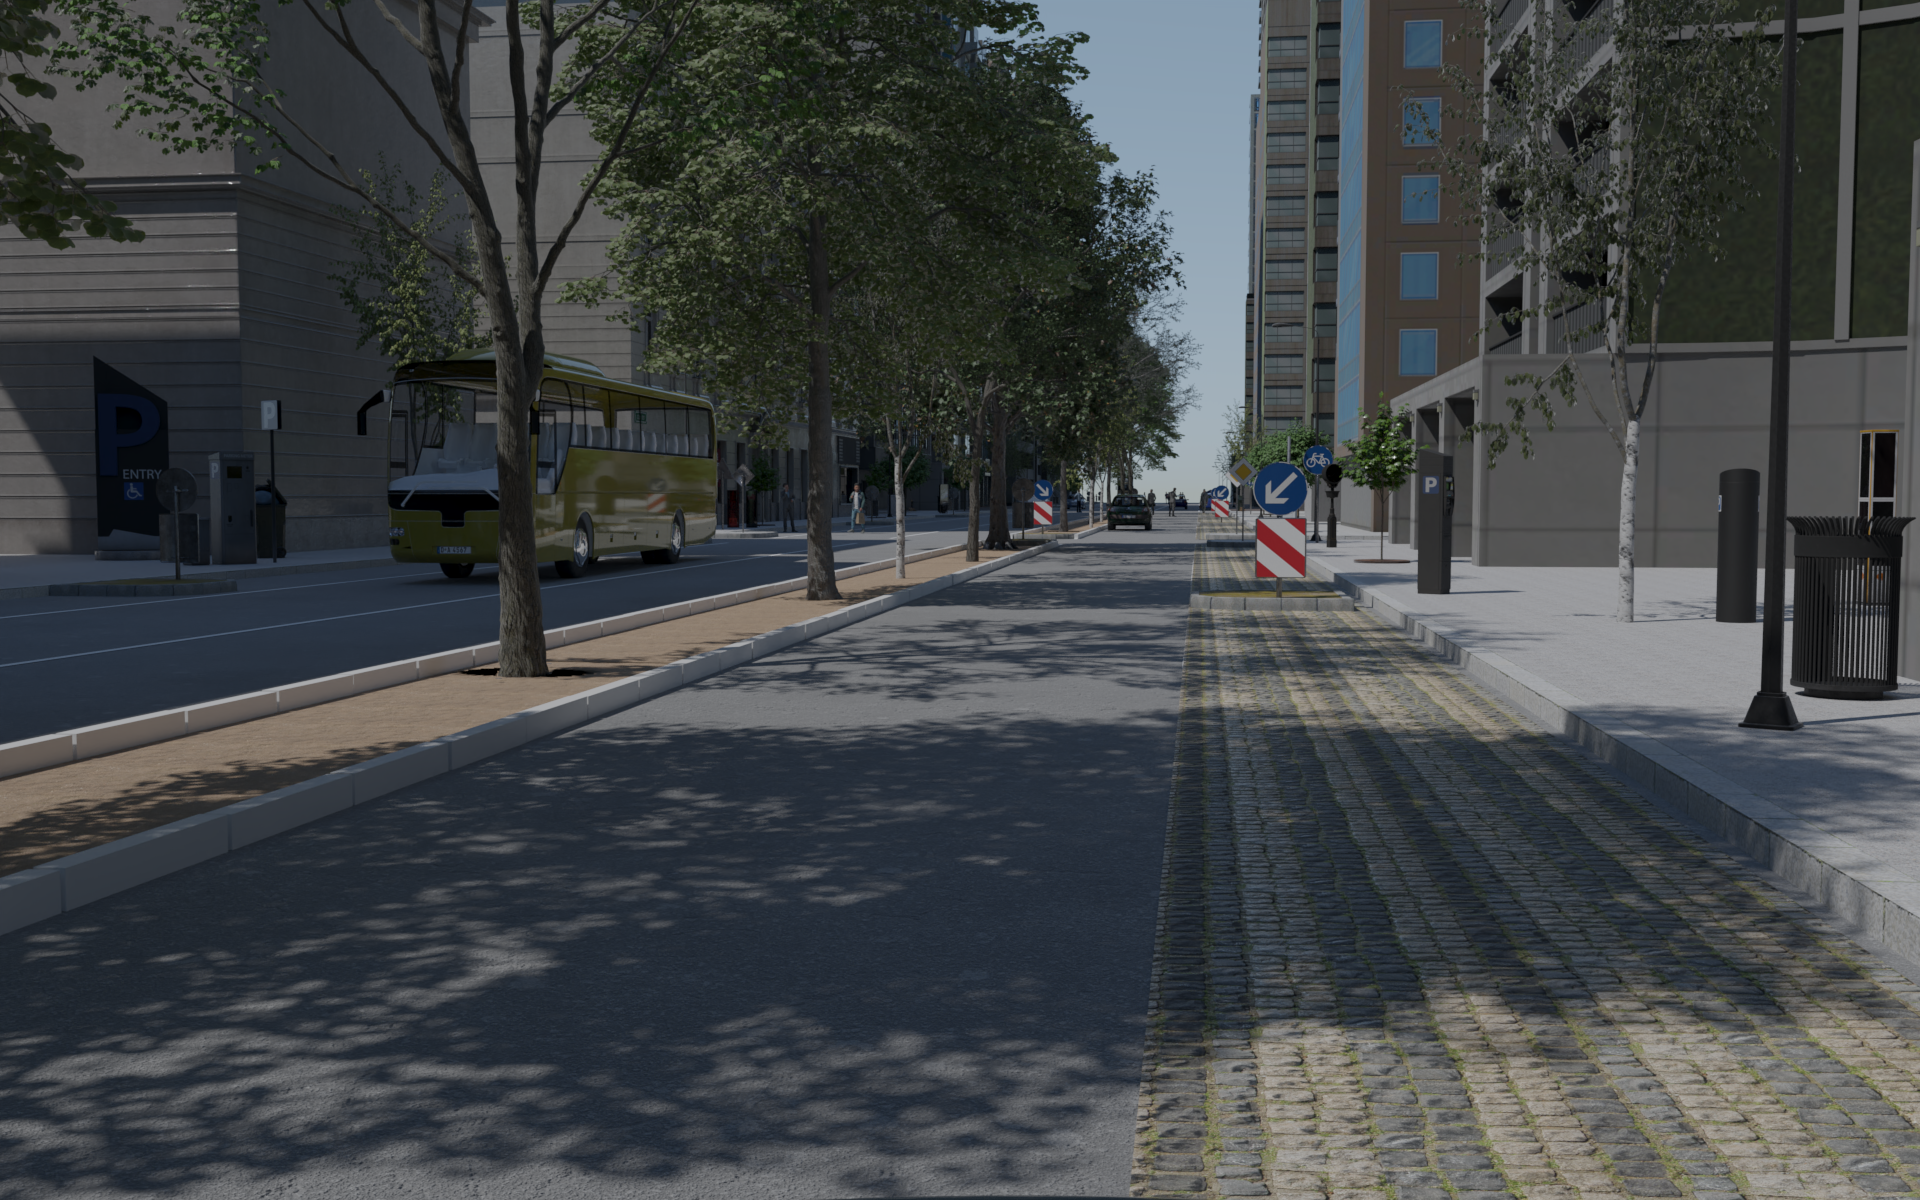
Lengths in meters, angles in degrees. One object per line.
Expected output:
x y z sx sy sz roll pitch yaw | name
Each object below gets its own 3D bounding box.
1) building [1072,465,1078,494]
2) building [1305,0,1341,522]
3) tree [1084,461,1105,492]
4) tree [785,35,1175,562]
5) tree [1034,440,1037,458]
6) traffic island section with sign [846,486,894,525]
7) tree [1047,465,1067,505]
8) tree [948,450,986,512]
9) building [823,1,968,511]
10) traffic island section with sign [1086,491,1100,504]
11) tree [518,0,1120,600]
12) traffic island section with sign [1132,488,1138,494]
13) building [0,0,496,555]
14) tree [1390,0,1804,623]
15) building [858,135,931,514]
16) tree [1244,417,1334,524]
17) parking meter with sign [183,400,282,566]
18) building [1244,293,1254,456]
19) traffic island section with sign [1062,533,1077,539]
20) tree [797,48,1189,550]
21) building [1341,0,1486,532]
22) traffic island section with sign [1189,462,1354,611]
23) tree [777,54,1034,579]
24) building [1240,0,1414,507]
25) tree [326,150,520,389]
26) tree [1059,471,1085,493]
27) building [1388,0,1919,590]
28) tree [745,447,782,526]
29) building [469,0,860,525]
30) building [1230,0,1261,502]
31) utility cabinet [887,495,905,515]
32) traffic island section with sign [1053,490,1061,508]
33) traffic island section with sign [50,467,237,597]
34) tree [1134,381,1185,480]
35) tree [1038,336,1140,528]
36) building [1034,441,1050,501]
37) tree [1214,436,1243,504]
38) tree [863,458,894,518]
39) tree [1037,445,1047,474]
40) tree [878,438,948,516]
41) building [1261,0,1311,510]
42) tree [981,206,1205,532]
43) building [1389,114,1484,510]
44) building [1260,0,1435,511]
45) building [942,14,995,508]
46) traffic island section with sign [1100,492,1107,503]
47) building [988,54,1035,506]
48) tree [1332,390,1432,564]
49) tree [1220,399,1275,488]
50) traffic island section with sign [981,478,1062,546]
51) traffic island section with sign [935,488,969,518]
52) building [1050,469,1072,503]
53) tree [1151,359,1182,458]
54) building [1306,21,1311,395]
7.123 -39.603 271.204 21.300 48.544 21.600 0 4 8 | building
24.129 -19.160 84.969 14.160 30.474 14.107 0 4 8 | building
21.547 -20.112 279.200 4.360 8.622 3.978 0 3 0 | tree
0.190 -6.049 35.773 8.767 10.594 7.601 0 4 8 | tree
3.756 -12.242 150.513 4.360 8.622 3.978 0 3 0 | tree
-4.110 -4.368 80.048 1.989 1.847 2.006 0 4 8 | traffic island section with sign
10.979 -15.516 204.042 4.360 8.622 3.978 0 3 0 | tree
0.256 -8.761 126.957 4.285 4.588 4.351 0 3 0 | tree
-10.068 -43.110 143.094 20.563 71.187 20.611 0 4 8 | building
17.751 -14.015 237.774 1.989 1.847 2.006 0 4 8 | traffic island section with sign
-1.819 -6.237 22.566 7.486 12.596 7.792 0 3 0 | tree
13.037 -7.470 130.263 2.006 1.907 1.989 0 4 8 | traffic island section with sign
-25.535 -12.296 42.846 24.055 21.916 13.314 0 4 8 | building
6.635 -4.095 17.312 4.360 8.622 3.978 0 3 0 | tree
-10.668 -19.712 115.792 14.314 27.812 24.014 0 4 8 | building
14.381 -5.508 73.777 4.285 4.588 4.351 0 3 0 | tree
-13.311 -2.163 31.632 0.543 3.016 1.738 3 4 38 | parking meter with sign
47.745 -29.110 247.642 14.160 30.474 14.107 0 4 8 | building
2.729 -2.917 55.832 2.006 1.907 1.989 0 4 8 | traffic island section with sign
0.992 -7.639 44.370 9.611 12.733 9.660 0 3 0 | tree
21.408 -25.212 62.321 14.200 45.320 14.600 0 4 8 | building
3.937 -0.822 22.067 1.989 1.847 2.006 0 4 8 | traffic island section with sign
-1.017 -4.642 28.714 4.360 8.622 3.978 0 3 0 | tree
47.871 -48.328 228.418 20.563 71.187 20.611 0 4 8 | building
-11.680 -5.357 37.949 4.737 8.622 4.395 0 3 0 | tree
15.059 -15.240 232.892 4.285 4.588 4.351 0 3 0 | tree
19.878 -36.283 31.474 20.563 71.187 20.611 0 4 8 | building
-8.120 -4.617 70.085 1.663 3.219 1.824 0 3 0 | tree
-16.292 -18.680 81.834 17.030 29.872 44.131 0 4 8 | building
53.802 -58.448 268.299 22.319 86.520 31.000 0 4 8 | building
-3.908 -5.789 105.817 1.020 1.237 0.306 -2 4 -24 | utility cabinet
10.214 -10.688 183.372 1.989 1.847 2.006 0 4 8 | traffic island section with sign
-11.708 -1.012 25.177 1.989 1.847 2.006 0 4 8 | traffic island section with sign
12.543 -12.597 126.543 7.486 12.596 7.792 0 3 0 | tree
5.549 -7.367 73.277 4.737 8.622 4.395 0 3 0 | tree
4.193 -27.730 225.084 14.160 30.474 14.107 0 4 8 | building
33.860 -16.247 216.003 4.360 8.622 3.978 0 3 0 | tree
-4.316 -5.977 92.332 1.663 3.219 1.824 0 3 0 | tree
5.150 -12.849 160.449 4.360 8.622 3.978 0 3 0 | tree
-3.213 -7.187 101.227 4.285 4.588 4.351 0 3 0 | tree
32.494 -28.243 145.366 14.154 41.232 14.086 0 4 8 | building
3.885 -9.296 64.820 12.009 13.543 11.850 0 3 0 | tree
40.300 -45.074 175.217 20.563 71.187 20.611 0 4 8 | building
34.668 -31.140 159.246 14.600 45.320 14.200 0 4 8 | building
-8.288 -33.678 170.236 23.786 49.044 30.456 0 4 8 | building
21.452 -15.648 264.475 1.989 1.847 2.006 0 4 8 | traffic island section with sign
-3.133 -34.989 195.766 21.300 48.544 21.600 0 4 8 | building
7.895 -2.313 32.426 1.663 3.219 1.824 0 3 0 | tree
21.971 -11.166 132.925 4.737 8.622 4.395 0 3 0 | tree
1.702 -2.468 48.496 2.006 1.907 1.989 0 4 8 | traffic island section with sign
-0.406 -6.001 106.748 1.989 1.847 2.006 0 4 8 | traffic island section with sign
4.462 -43.069 246.170 21.231 58.520 28.212 0 4 8 | building
11.568 -11.598 117.832 9.928 11.665 9.643 0 3 0 | tree
33.419 -34.894 112.515 21.231 58.520 28.212 0 4 8 | building
